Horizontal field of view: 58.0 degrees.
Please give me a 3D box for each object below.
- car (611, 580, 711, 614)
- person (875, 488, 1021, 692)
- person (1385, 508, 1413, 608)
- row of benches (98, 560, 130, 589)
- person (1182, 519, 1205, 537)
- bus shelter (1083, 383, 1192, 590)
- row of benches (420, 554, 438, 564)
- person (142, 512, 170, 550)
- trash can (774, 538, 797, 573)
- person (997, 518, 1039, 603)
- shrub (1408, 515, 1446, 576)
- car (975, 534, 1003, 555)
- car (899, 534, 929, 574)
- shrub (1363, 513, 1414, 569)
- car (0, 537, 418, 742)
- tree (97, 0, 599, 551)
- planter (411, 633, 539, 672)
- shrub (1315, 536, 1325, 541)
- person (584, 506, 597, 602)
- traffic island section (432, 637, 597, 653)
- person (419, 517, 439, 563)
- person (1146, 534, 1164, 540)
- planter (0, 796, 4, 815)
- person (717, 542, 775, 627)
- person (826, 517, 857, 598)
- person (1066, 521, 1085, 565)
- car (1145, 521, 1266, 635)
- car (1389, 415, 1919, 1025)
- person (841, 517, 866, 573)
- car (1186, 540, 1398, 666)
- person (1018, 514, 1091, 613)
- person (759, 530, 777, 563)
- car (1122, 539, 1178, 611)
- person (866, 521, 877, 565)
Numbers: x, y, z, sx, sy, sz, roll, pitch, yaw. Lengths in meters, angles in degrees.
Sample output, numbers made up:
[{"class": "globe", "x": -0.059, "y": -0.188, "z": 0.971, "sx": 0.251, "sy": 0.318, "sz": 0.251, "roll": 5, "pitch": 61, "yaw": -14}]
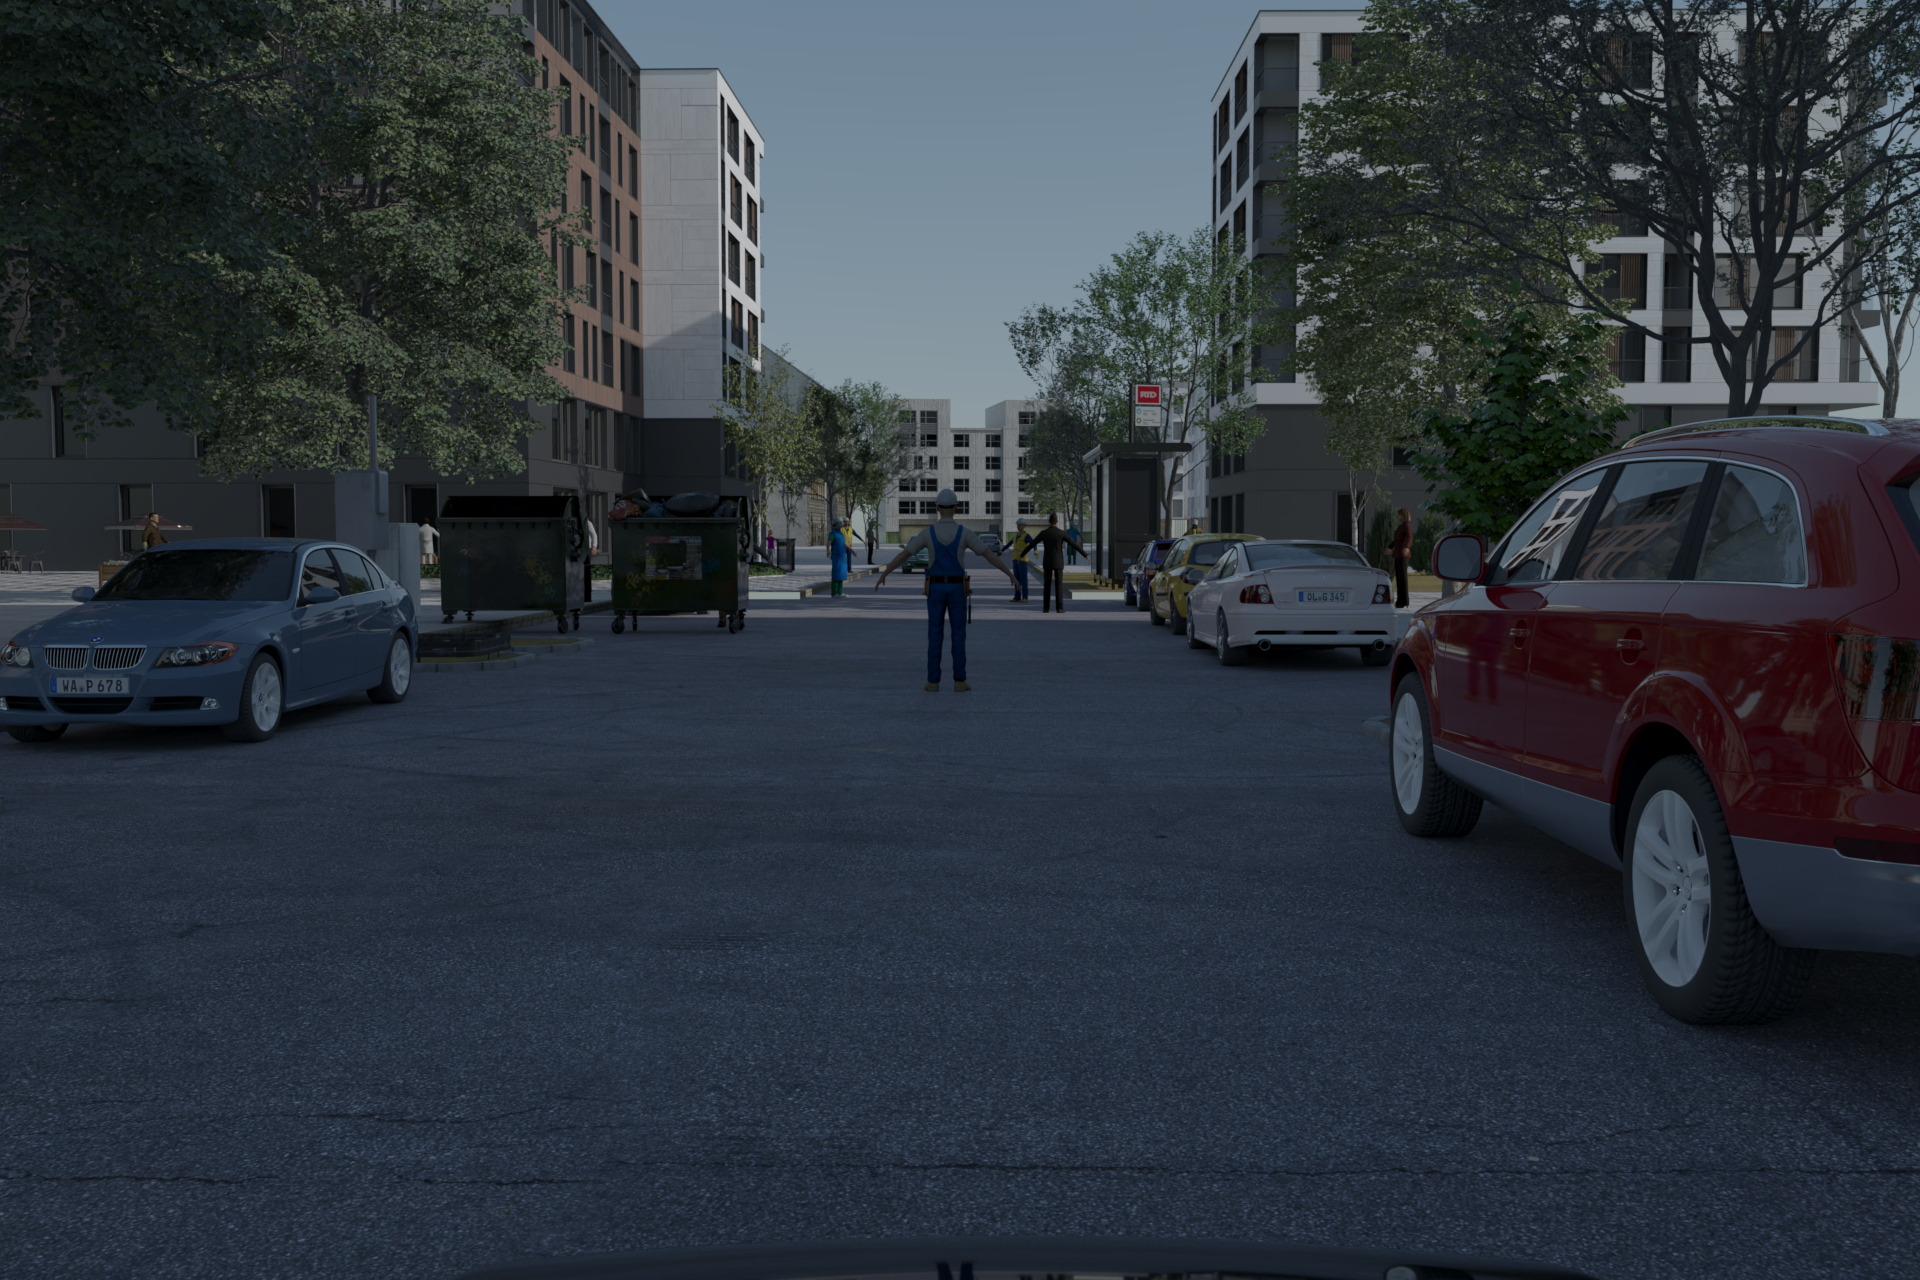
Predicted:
[{"class": "car", "x": -5.291, "y": -1.365, "z": 32.109, "sx": 2.009, "sy": 1.686, "sz": 4.222, "roll": 0, "pitch": 4, "yaw": 1}, {"class": "person", "x": -0.118, "y": -0.459, "z": 15.819, "sx": 1.347, "sy": 1.847, "sz": 0.705, "roll": 0, "pitch": 4, "yaw": 3}, {"class": "person", "x": 7.580, "y": -1.418, "z": 29.991, "sx": 0.721, "sy": 1.729, "sz": 1.215, "roll": 0, "pitch": 4, "yaw": -1}, {"class": "row of benches", "x": -18.423, "y": -1.572, "z": 41.159, "sx": 4.104, "sy": 0.672, "sz": 1.422, "roll": 0, "pitch": 4, "yaw": -2}, {"class": "person", "x": 9.076, "y": -3.738, "z": 66.884, "sx": 1.354, "sy": 1.858, "sz": 0.705, "roll": 1, "pitch": 4, "yaw": 15}, {"class": "bus shelter", "x": 4.301, "y": -4.053, "z": 43.897, "sx": 2.179, "sy": 5.291, "sz": 8.768, "roll": 0, "pitch": 4, "yaw": 0}, {"class": "row of benches", "x": -17.826, "y": -2.570, "z": 57.479, "sx": 4.104, "sy": 0.672, "sz": 1.422, "roll": -1, "pitch": 4, "yaw": -22}, {"class": "person", "x": -19.764, "y": -2.227, "z": 42.542, "sx": 0.704, "sy": 1.812, "sz": 1.346, "roll": 0, "pitch": 4, "yaw": 2}, {"class": "trash can", "x": -5.786, "y": -2.806, "z": 57.523, "sx": 0.748, "sy": 1.137, "sz": 0.748, "roll": 0, "pitch": 3, "yaw": 0}, {"class": "person", "x": 1.217, "y": -1.676, "z": 36.325, "sx": 0.721, "sy": 1.772, "sz": 1.216, "roll": -3, "pitch": 5, "yaw": -43}, {"class": "shrub", "x": 14.576, "y": -3.006, "z": 53.562, "sx": 1.690, "sy": 2.028, "sz": 1.600, "roll": 0, "pitch": 3, "yaw": 0}, {"class": "car", "x": 1.917, "y": -6.446, "z": 117.395, "sx": 2.014, "sy": 1.417, "sz": 4.499, "roll": 0, "pitch": 4, "yaw": 0}, {"class": "car", "x": -1.168, "y": -3.175, "z": 63.709, "sx": 2.131, "sy": 1.459, "sz": 4.920, "roll": 0, "pitch": 4, "yaw": 1}, {"class": "shrub", "x": 13.794, "y": -3.156, "z": 55.646, "sx": 1.661, "sy": 2.075, "sz": 1.752, "roll": 0, "pitch": 3, "yaw": 0}, {"class": "car", "x": -5.624, "y": -0.088, "z": 13.445, "sx": 2.014, "sy": 1.417, "sz": 4.499, "roll": 0, "pitch": 4, "yaw": 1}, {"class": "tree", "x": -11.748, "y": -7.763, "z": 33.575, "sx": 9.857, "sy": 13.997, "sz": 8.962, "roll": 0, "pitch": 3, "yaw": 0}, {"class": "planter", "x": -5.730, "y": 0.133, "z": 18.961, "sx": 1.991, "sy": 0.319, "sz": 1.994, "roll": 0, "pitch": 4, "yaw": 1}, {"class": "shrub", "x": 11.752, "y": -2.792, "z": 56.761, "sx": 1.383, "sy": 1.207, "sz": 1.383, "roll": 0, "pitch": 3, "yaw": 0}, {"class": "person", "x": -7.125, "y": -1.620, "z": 32.650, "sx": 0.704, "sy": 1.810, "sz": 1.344, "roll": -3, "pitch": 4, "yaw": -38}, {"class": "traffic island section", "x": -5.650, "y": 0.071, "z": 21.700, "sx": 1.991, "sy": 0.108, "sz": 1.994, "roll": 0, "pitch": 4, "yaw": 1}, {"class": "person", "x": -16.895, "y": -2.974, "z": 54.806, "sx": 1.347, "sy": 1.806, "sz": 0.705, "roll": -1, "pitch": 4, "yaw": -20}, {"class": "person", "x": 7.956, "y": -4.066, "z": 72.660, "sx": 1.347, "sy": 1.806, "sz": 0.705, "roll": -1, "pitch": 4, "yaw": -12}, {"class": "planter", "x": -5.893, "y": 0.780, "z": 8.388, "sx": 1.991, "sy": 0.319, "sz": 1.994, "roll": 0, "pitch": 4, "yaw": 0}, {"class": "person", "x": -3.536, "y": -1.097, "z": 26.657, "sx": 1.348, "sy": 1.796, "sz": 0.705, "roll": -1, "pitch": 4, "yaw": -13}, {"class": "person", "x": -2.726, "y": -1.864, "z": 39.053, "sx": 0.704, "sy": 1.817, "sz": 1.347, "roll": 2, "pitch": 4, "yaw": 23}, {"class": "person", "x": 4.629, "y": -4.026, "z": 71.959, "sx": 1.347, "sy": 1.817, "sz": 0.704, "roll": -1, "pitch": 4, "yaw": -23}, {"class": "car", "x": 3.851, "y": -0.966, "z": 26.013, "sx": 2.015, "sy": 1.641, "sz": 3.980, "roll": 0, "pitch": 4, "yaw": 0}, {"class": "car", "x": 3.109, "y": 0.128, "z": 6.586, "sx": 2.281, "sy": 1.827, "sz": 5.304, "roll": 0, "pitch": 4, "yaw": 1}, {"class": "person", "x": -3.750, "y": -3.131, "z": 57.155, "sx": 1.349, "sy": 1.833, "sz": 0.705, "roll": -2, "pitch": 4, "yaw": -24}, {"class": "car", "x": 3.769, "y": -0.479, "z": 20.191, "sx": 2.083, "sy": 1.381, "sz": 4.827, "roll": 0, "pitch": 4, "yaw": 1}, {"class": "person", "x": 1.700, "y": -1.395, "z": 31.494, "sx": 1.346, "sy": 1.802, "sz": 0.704, "roll": 1, "pitch": 4, "yaw": 11}, {"class": "person", "x": -6.356, "y": -3.008, "z": 58.452, "sx": 0.991, "sy": 1.433, "sz": 0.599, "roll": 1, "pitch": 4, "yaw": 20}, {"class": "car", "x": 4.163, "y": -1.282, "z": 33.535, "sx": 1.945, "sy": 1.354, "sz": 3.894, "roll": 0, "pitch": 3, "yaw": 0}, {"class": "person", "x": -3.715, "y": -4.059, "z": 72.493, "sx": 0.705, "sy": 1.813, "sz": 1.348, "roll": -1, "pitch": 4, "yaw": -16}]
